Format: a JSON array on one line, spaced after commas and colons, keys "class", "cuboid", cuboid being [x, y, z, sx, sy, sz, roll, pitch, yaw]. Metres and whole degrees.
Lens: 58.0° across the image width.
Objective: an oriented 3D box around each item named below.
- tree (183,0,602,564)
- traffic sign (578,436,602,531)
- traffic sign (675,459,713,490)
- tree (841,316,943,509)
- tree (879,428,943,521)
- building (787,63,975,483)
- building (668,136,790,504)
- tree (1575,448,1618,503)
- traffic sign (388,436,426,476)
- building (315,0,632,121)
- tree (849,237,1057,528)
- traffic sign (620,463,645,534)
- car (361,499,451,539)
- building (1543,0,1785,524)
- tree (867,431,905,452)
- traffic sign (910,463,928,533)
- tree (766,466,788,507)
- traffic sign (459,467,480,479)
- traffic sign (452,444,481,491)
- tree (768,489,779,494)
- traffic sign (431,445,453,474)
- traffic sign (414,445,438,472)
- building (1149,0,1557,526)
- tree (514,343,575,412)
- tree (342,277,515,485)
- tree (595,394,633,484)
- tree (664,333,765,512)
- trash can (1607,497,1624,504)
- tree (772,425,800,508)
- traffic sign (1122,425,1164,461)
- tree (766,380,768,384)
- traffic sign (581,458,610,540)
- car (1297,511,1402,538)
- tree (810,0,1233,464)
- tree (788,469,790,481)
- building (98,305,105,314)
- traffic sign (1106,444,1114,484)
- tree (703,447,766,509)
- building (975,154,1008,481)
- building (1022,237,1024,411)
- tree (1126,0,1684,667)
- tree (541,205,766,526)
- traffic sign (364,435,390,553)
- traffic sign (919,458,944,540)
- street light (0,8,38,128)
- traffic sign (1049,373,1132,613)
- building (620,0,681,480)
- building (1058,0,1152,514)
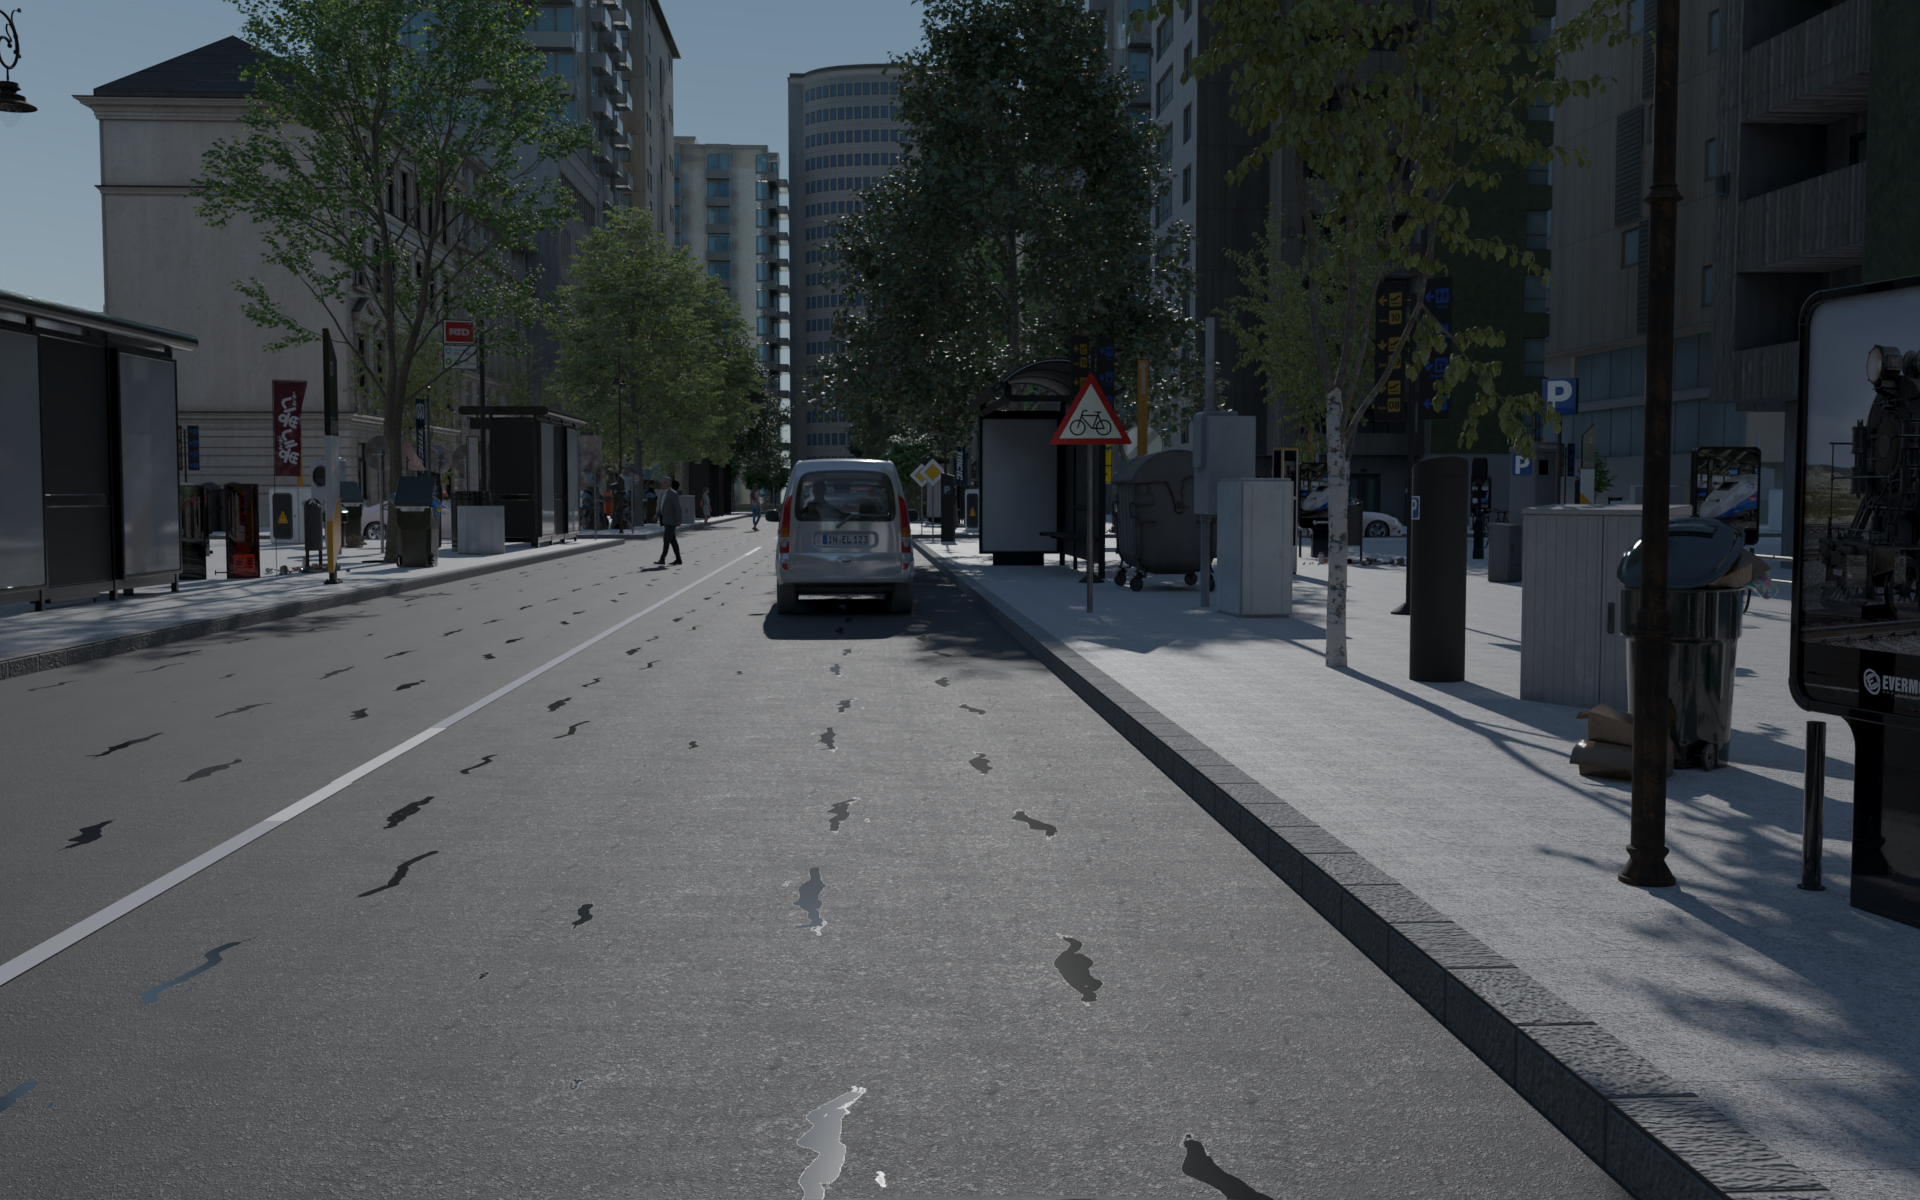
[{"class": "tree", "cuboid": [-10.437, -6.494, 31.934, 9.928, 11.665, 9.643, 0, 3, 0]}, {"class": "traffic sign", "cuboid": [-13.612, -4.072, 60.458, 2.265, 3.308, 0.079, 0, 4, 5]}, {"class": "traffic sign", "cuboid": [-15.608, -6.599, 101.769, 2.265, 3.308, 0.079, 0, 4, -3]}, {"class": "tree", "cuboid": [-3.451, -12.332, 108.287, 9.857, 13.997, 8.962, 0, 3, 0]}, {"class": "tree", "cuboid": [-2.288, -6.098, 83.411, 4.285, 4.588, 4.351, 0, 3, 0]}, {"class": "building", "cuboid": [-8.972, -42.395, 235.158, 28.212, 58.520, 21.231, 0, 4, -3]}, {"class": "building", "cuboid": [-38.363, -37.599, 234.351, 30.456, 49.044, 23.786, 0, 4, -3]}, {"class": "tree", "cuboid": [26.432, -4.716, 71.705, 1.663, 3.219, 1.824, 0, 3, 0]}, {"class": "traffic sign", "cuboid": [-12.490, -2.389, 39.065, 0.884, 2.594, 0.081, 0, 4, 1]}, {"class": "building", "cuboid": [-39.433, -32.088, 144.247, 23.786, 49.044, 30.456, 0, 4, -3]}, {"class": "tree", "cuboid": [-0.159, -8.612, 66.569, 9.928, 11.665, 9.643, 0, 3, 0]}, {"class": "traffic sign", "cuboid": [-10.576, -3.196, 55.902, 0.795, 2.450, 0.064, 0, 4, -3]}, {"class": "car", "cuboid": [-15.493, -2.349, 50.762, 4.827, 1.381, 2.083, 0, 4, -3]}, {"class": "building", "cuboid": [44.572, -30.213, 83.228, 27.495, 52.752, 28.713, 0, 4, -3]}, {"class": "tree", "cuboid": [-6.087, -12.340, 152.124, 4.360, 8.622, 3.978, 0, 3, 0]}, {"class": "traffic sign", "cuboid": [-1.248, -3.230, 56.448, 0.795, 2.450, 0.064, 0, 4, -3]}, {"class": "tree", "cuboid": [-17.971, -10.309, 152.262, 4.285, 4.588, 4.351, 0, 3, 0]}, {"class": "traffic sign", "cuboid": [-13.669, -2.823, 48.293, 0.606, 2.300, 0.079, 0, 4, 6]}, {"class": "traffic sign", "cuboid": [-12.608, -2.701, 44.274, 0.768, 2.556, 0.104, 0, 4, 6]}, {"class": "tree", "cuboid": [-19.426, -11.335, 179.927, 1.663, 3.219, 1.824, 0, 3, 0]}, {"class": "traffic sign", "cuboid": [-13.552, -2.744, 44.963, 0.768, 2.556, 0.104, 0, 4, -1]}, {"class": "traffic sign", "cuboid": [-13.816, -2.722, 44.607, 0.768, 2.556, 0.104, 0, 4, 5]}, {"class": "building", "cuboid": [16.248, -18.563, 75.206, 14.107, 30.474, 14.160, 0, 4, -3]}, {"class": "tree", "cuboid": [-20.775, -8.133, 83.333, 4.737, 8.622, 4.395, 0, 3, 0]}, {"class": "tree", "cuboid": [-18.070, -6.542, 57.324, 4.737, 8.622, 4.395, 0, 3, 0]}, {"class": "tree", "cuboid": [-22.483, -9.927, 112.674, 4.360, 8.622, 3.978, 0, 3, 0]}, {"class": "tree", "cuboid": [-16.244, -12.566, 122.455, 9.611, 12.733, 9.660, 0, 3, 0]}, {"class": "trash can", "cuboid": [30.350, -4.195, 80.249, 0.748, 1.137, 0.748, 0, 3, 0]}, {"class": "tree", "cuboid": [-17.391, -13.050, 163.735, 4.737, 8.622, 4.395, 0, 3, 0]}, {"class": "traffic sign", "cuboid": [3.343, -1.935, 31.744, 0.768, 2.556, 0.104, 0, 4, 4]}, {"class": "tree", "cuboid": [-12.910, -10.139, 83.900, 7.486, 12.596, 7.792, 0, 3, 0]}, {"class": "traffic sign", "cuboid": [-10.090, -2.709, 47.932, 0.795, 2.450, 0.064, 0, 4, -3]}, {"class": "car", "cuboid": [11.075, -2.483, 52.959, 4.827, 1.381, 2.083, 0, 4, -3]}, {"class": "tree", "cuboid": [1.118, -7.366, 37.440, 9.611, 12.733, 9.660, 0, 3, 0]}, {"class": "tree", "cuboid": [-18.161, -11.424, 170.494, 4.285, 4.588, 4.351, 0, 3, 0]}, {"class": "building", "cuboid": [-72.815, -20.419, 178.894, 28.899, 21.520, 27.650, 0, 4, -3]}, {"class": "traffic sign", "cuboid": [2.783, -3.080, 44.238, 2.265, 3.308, 0.079, 0, 4, -2]}, {"class": "tree", "cuboid": [-15.748, -7.868, 112.350, 4.285, 4.588, 4.351, 0, 3, 0]}, {"class": "building", "cuboid": [8.537, -30.980, 190.113, 14.154, 41.232, 14.086, 0, 4, -3]}, {"class": "building", "cuboid": [14.700, -52.226, 166.563, 22.319, 86.520, 31.000, 0, 4, -3]}, {"class": "tree", "cuboid": [2.875, -3.795, 12.408, 4.737, 8.622, 4.395, 0, 3, 0]}, {"class": "tree", "cuboid": [-13.246, -9.229, 69.028, 7.486, 12.596, 7.792, 0, 3, 0]}, {"class": "traffic sign", "cuboid": [-12.562, -2.293, 37.602, 0.768, 2.556, 0.104, 0, 4, 4]}, {"class": "traffic sign", "cuboid": [-0.762, -2.742, 48.478, 0.795, 2.450, 0.064, 0, 4, -3]}, {"class": "street light", "cuboid": [-8.639, -2.595, 15.215, 0.468, 5.910, 1.993, 0, 4, -3]}, {"class": "traffic sign", "cuboid": [1.404, -1.142, 18.676, 0.884, 2.594, 0.081, 0, 4, 1]}, {"class": "building", "cuboid": [-43.919, -36.084, 179.218, 27.495, 52.752, 28.713, 0, 4, -3]}, {"class": "building", "cuboid": [18.617, -30.422, 117.003, 23.786, 49.044, 30.456, 0, 4, -3]}]
